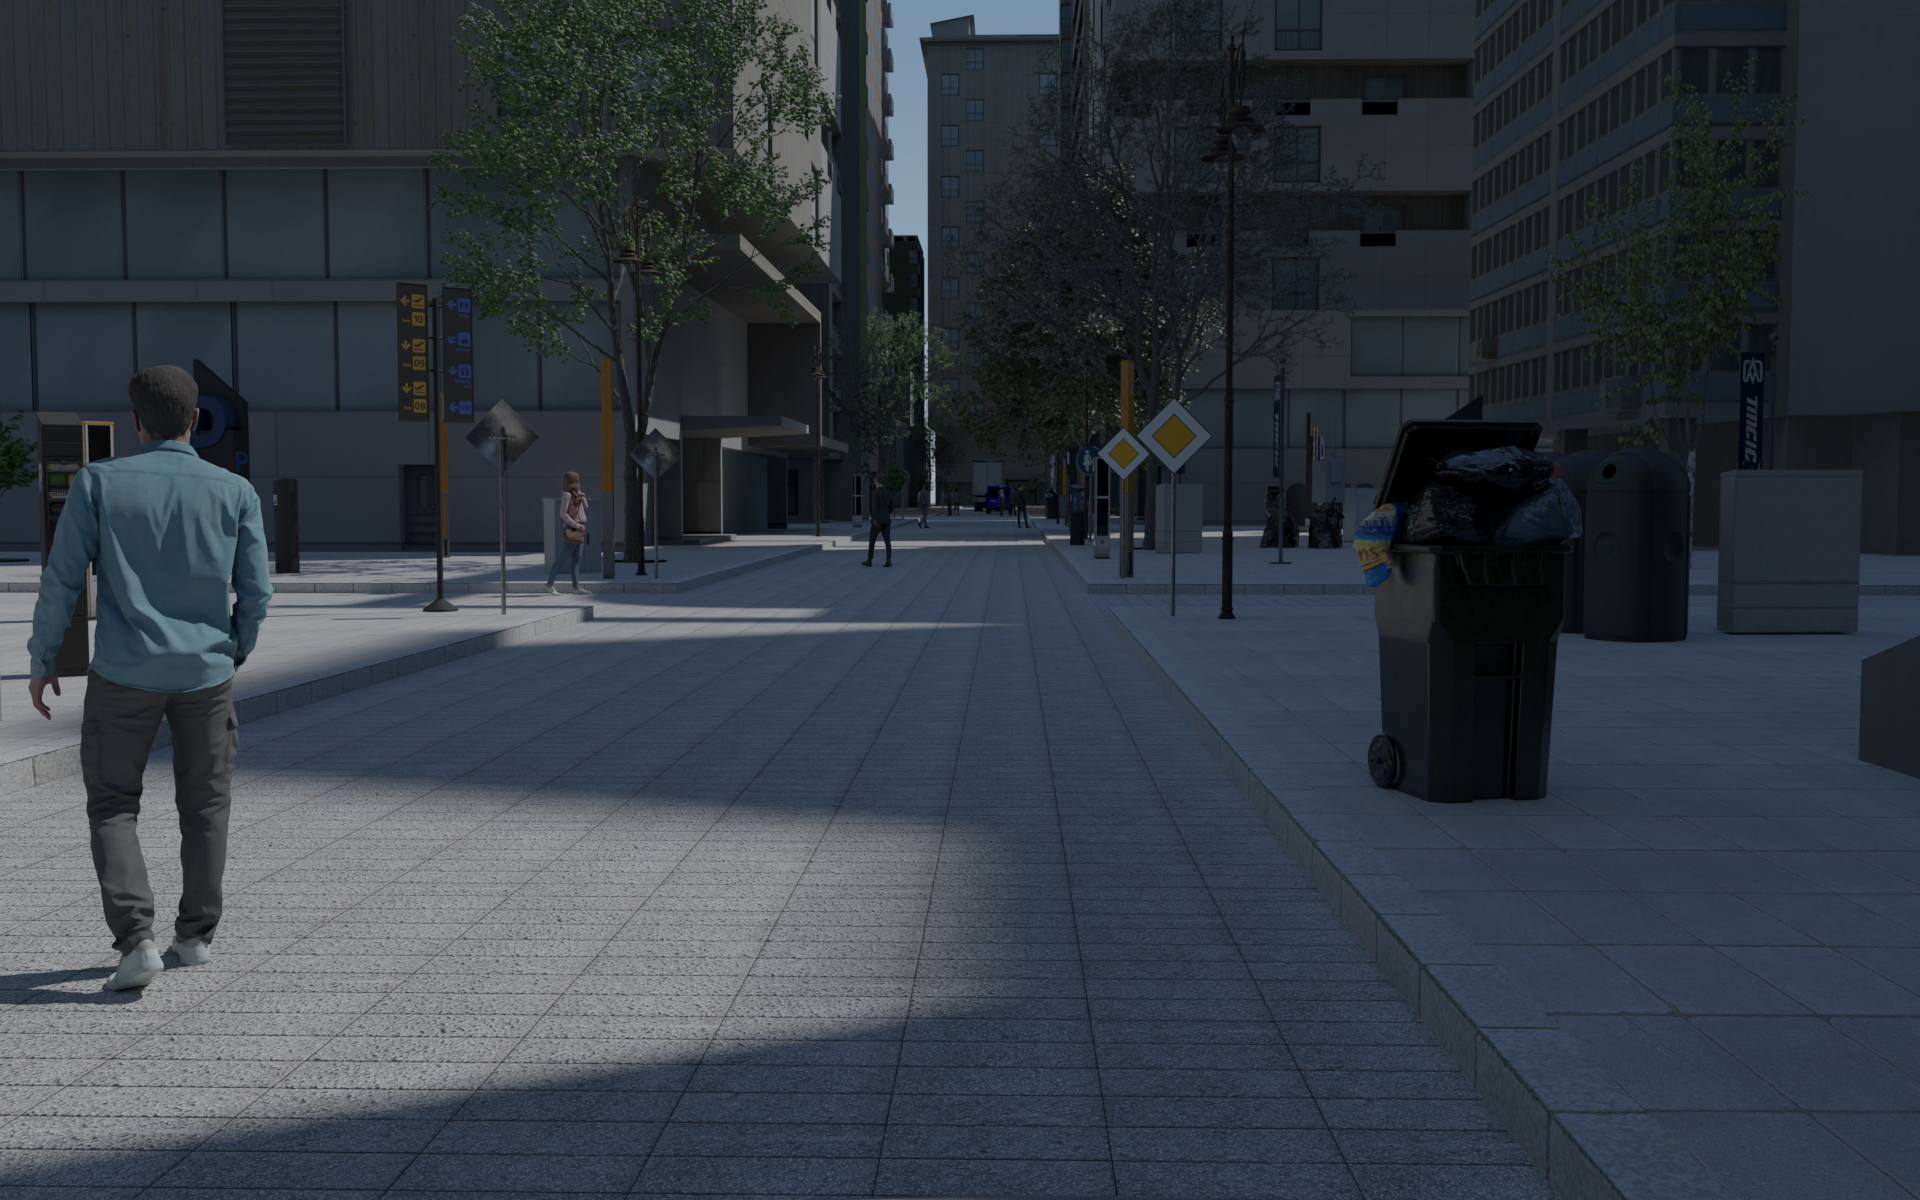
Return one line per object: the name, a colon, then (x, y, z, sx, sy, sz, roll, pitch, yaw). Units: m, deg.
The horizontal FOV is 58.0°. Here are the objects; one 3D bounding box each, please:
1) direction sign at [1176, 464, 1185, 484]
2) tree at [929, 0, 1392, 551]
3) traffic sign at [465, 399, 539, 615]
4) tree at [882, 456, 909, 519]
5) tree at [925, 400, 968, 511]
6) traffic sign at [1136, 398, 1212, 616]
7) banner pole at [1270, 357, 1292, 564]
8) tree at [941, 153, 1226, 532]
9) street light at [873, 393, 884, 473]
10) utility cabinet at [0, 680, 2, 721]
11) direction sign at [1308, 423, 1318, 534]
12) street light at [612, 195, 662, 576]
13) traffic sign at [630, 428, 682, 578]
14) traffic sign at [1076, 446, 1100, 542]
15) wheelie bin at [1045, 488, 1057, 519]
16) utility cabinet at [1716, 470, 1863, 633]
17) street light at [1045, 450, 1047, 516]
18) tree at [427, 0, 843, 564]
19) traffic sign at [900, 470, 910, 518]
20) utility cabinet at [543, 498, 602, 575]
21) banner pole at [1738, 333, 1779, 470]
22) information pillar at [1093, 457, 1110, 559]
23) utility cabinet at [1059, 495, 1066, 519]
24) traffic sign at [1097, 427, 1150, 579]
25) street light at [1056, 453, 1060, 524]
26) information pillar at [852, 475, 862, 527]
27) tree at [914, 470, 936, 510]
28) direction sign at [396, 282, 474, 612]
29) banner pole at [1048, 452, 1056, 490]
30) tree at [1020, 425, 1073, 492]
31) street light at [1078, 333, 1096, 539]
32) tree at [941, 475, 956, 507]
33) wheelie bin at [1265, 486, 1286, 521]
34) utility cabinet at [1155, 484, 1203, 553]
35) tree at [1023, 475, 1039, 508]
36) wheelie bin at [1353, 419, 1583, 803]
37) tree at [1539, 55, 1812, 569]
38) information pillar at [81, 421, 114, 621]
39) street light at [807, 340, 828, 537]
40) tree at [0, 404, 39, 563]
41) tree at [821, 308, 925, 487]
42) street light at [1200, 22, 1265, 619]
direction sign: (8.418, -4.543, 66.269, 0.379, 3.537, 0.876, -1, 4, -17)
tree: (4.520, -7.900, 39.540, 12.009, 13.543, 11.850, 0, 3, 0)
traffic sign: (-4.855, -0.902, 18.383, 0.795, 2.450, 0.064, 0, 4, 2)
tree: (-3.459, -5.699, 87.782, 1.663, 3.219, 1.824, 0, 3, 0)
tree: (-2.170, -10.861, 127.935, 4.360, 8.622, 3.978, 0, 3, 0)
traffic sign: (2.236, -0.888, 18.162, 0.795, 2.450, 0.064, 0, 4, 2)
banner pole: (5.882, -2.566, 31.976, 0.401, 3.779, 0.863, 0, 4, -4)
tree: (4.119, -8.623, 57.989, 9.611, 12.733, 9.660, 0, 3, 0)
street light: (-3.585, -6.414, 77.658, 0.468, 5.910, 1.993, 0, 4, 2)
utility cabinet: (-5.944, 0.086, 9.752, 1.020, 1.237, 0.306, 1, 4, 12)
direction sign: (11.371, -3.886, 55.526, 0.379, 3.537, 0.876, 1, 4, 21)
street light: (-5.030, -3.326, 27.161, 0.468, 5.910, 1.993, 0, 4, 2)
traffic sign: (-4.629, -1.390, 26.365, 0.795, 2.450, 0.064, 0, 4, 2)
traffic sign: (3.497, -2.829, 46.367, 0.768, 2.556, 0.104, 0, 4, 8)
wheelie bin: (4.670, -4.939, 88.655, 0.693, 1.594, 0.980, 0, 4, -2)
utility cabinet: (7.604, -0.442, 15.902, 1.173, 1.500, 0.318, 0, 4, -2)
street light: (4.953, -7.747, 99.449, 0.468, 5.910, 1.993, 0, 4, 2)
tree: (-6.042, -6.513, 32.243, 9.928, 11.665, 9.643, 0, 3, 0)
traffic sign: (-2.962, -5.484, 89.762, 0.768, 2.556, 0.104, 0, 4, 4)
utility cabinet: (-6.259, -1.032, 28.033, 0.306, 1.237, 1.020, 2, 4, 33)
banner pole: (12.427, -2.258, 26.936, 0.863, 3.779, 0.401, -1, 4, -17)
information pillar: (2.806, -1.820, 34.244, 0.304, 2.012, 0.304, 0, 4, -1)
utility cabinet: (5.193, -4.852, 90.494, 1.020, 1.237, 0.306, -2, 4, -24)
traffic sign: (2.462, -1.376, 26.144, 0.795, 2.450, 0.064, 0, 4, 2)
street light: (4.217, -6.214, 74.387, 0.468, 5.910, 1.993, 0, 4, 2)
information pillar: (-3.951, -3.797, 66.568, 0.304, 2.012, 0.304, -2, 4, -26)
tree: (-2.877, -8.887, 139.906, 1.663, 3.219, 1.824, 0, 3, 0)
direction sign: (-5.690, -1.644, 18.869, 0.876, 3.537, 0.379, -3, 5, -44)
banner pole: (5.044, -6.492, 96.164, 0.401, 3.779, 0.863, -2, 4, -34)
tree: (5.617, -9.400, 104.048, 4.360, 8.622, 3.978, 0, 3, 0)
street light: (3.582, -4.664, 49.037, 0.468, 5.910, 1.993, 0, 4, 2)
tree: (-1.351, -11.223, 178.094, 1.663, 3.219, 1.824, 0, 3, 0)
wheelie bin: (12.474, -3.694, 68.311, 0.980, 1.594, 0.693, 1, 4, 20)
utility cabinet: (4.733, -1.761, 37.477, 1.173, 1.500, 0.318, -3, 5, -40)
tree: (6.998, -10.391, 164.495, 1.663, 3.219, 1.824, 0, 3, 0)
wheelie bin: (2.203, 0.030, 7.412, 0.980, 1.594, 0.693, -1, 4, -12)
tree: (12.438, -4.854, 29.719, 4.737, 8.622, 4.395, 0, 3, 0)
information pillar: (-8.830, -0.806, 17.665, 0.304, 2.012, 0.304, 3, 4, 36)
street light: (-4.270, -4.849, 52.064, 0.468, 5.910, 1.993, 0, 4, 2)
tree: (-18.177, -2.327, 32.649, 1.663, 3.219, 1.824, 0, 3, 0)
tree: (-3.912, -7.281, 69.409, 4.360, 8.622, 3.978, 0, 3, 0)
street light: (2.745, -2.743, 17.636, 0.468, 5.910, 1.993, 0, 4, 2)
